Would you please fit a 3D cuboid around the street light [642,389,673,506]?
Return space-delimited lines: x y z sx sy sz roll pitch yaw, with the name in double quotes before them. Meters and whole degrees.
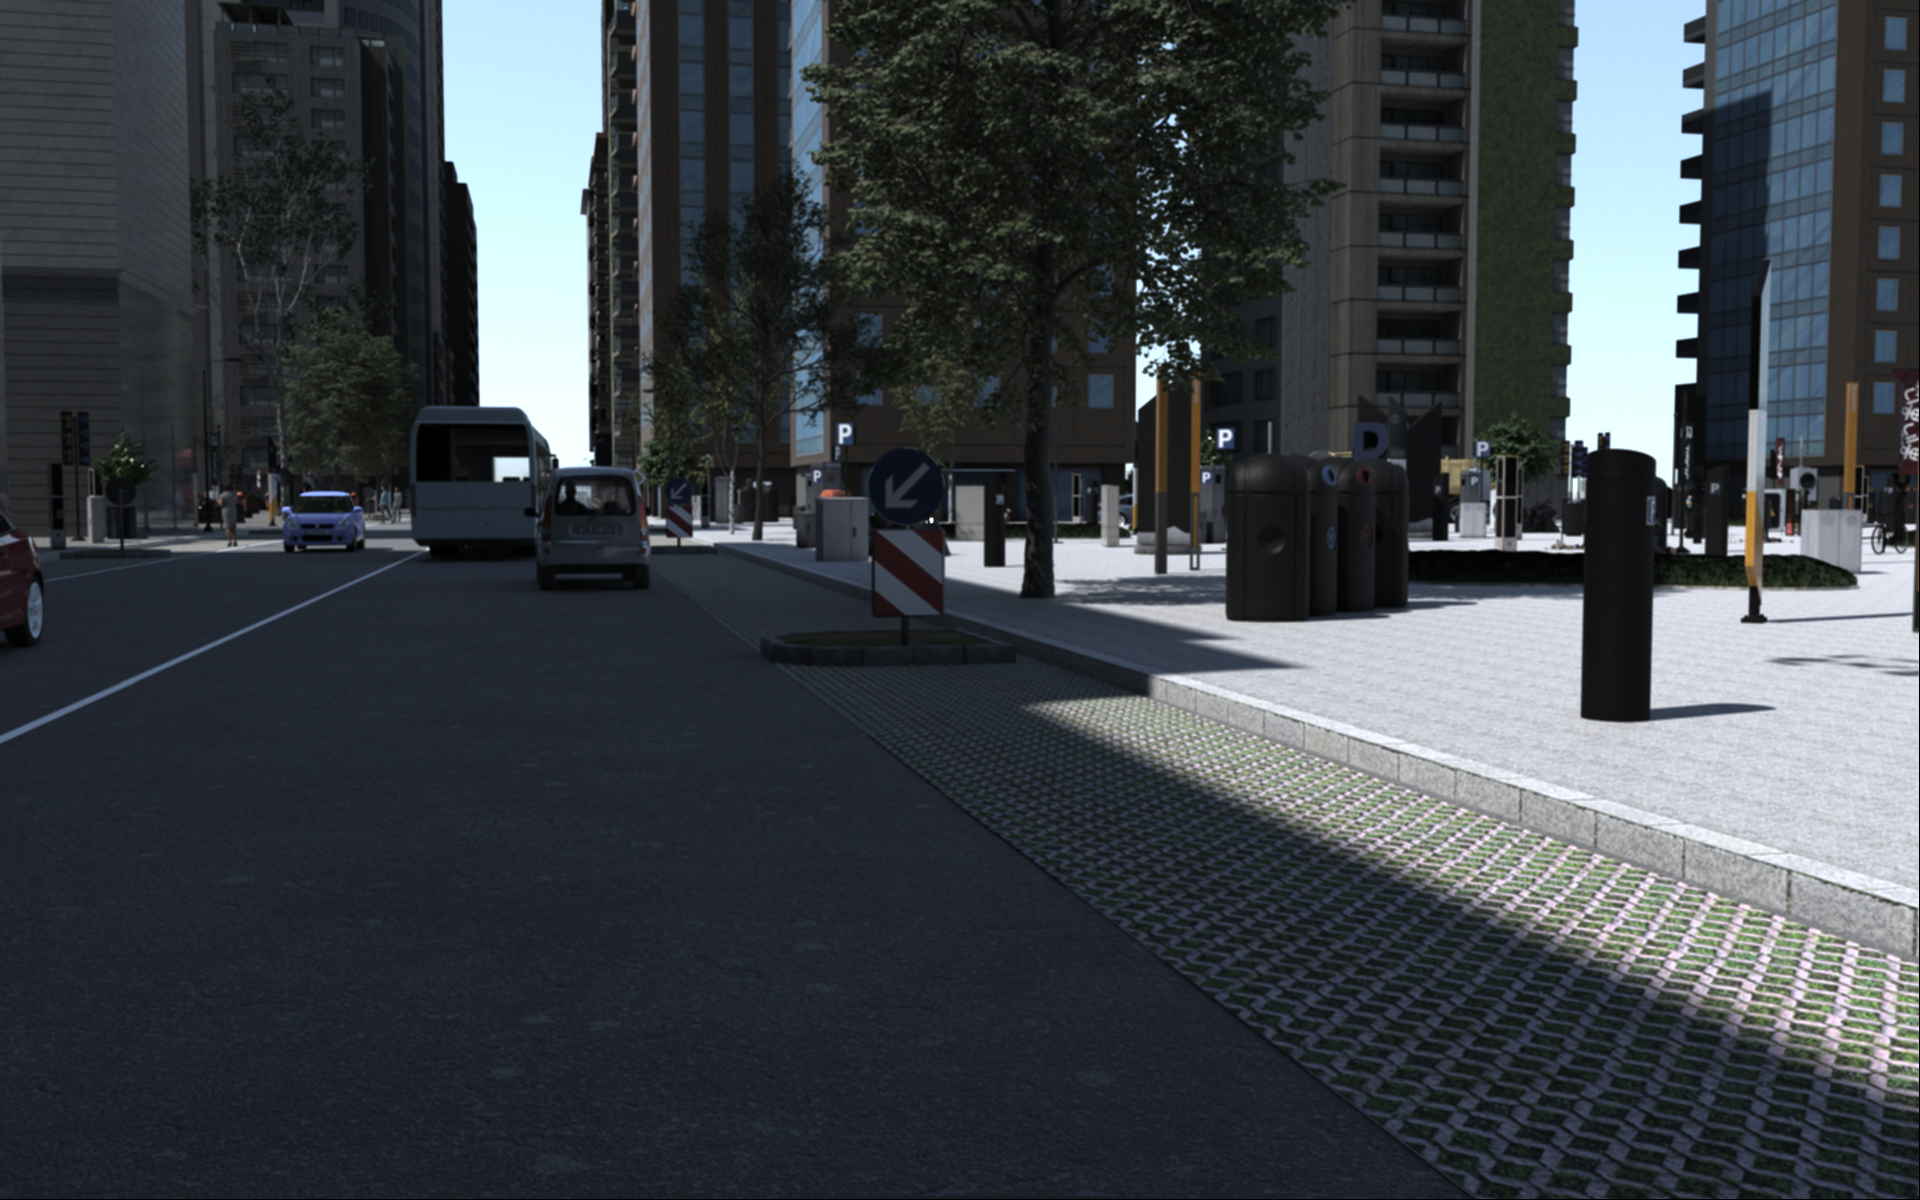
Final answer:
"street light" -13.372 -6.384 76.925 1.470 5.913 1.316 -1 4 -13

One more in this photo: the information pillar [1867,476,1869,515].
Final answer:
"information pillar" 37.681 -4.146 72.283 0.304 2.012 0.304 0 4 7

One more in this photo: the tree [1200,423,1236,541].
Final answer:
"tree" 6.679 -3.226 47.354 1.663 3.219 1.824 0 3 0

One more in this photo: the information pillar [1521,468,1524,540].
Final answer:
"information pillar" 15.513 -2.686 48.404 0.304 2.012 0.304 -1 4 -16

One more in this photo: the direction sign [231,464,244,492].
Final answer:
"direction sign" -54.821 -8.527 131.410 0.876 3.537 0.379 -1 4 -20

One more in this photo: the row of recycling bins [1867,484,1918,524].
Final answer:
"row of recycling bins" 40.213 -4.101 74.169 3.534 1.692 1.069 2 4 23

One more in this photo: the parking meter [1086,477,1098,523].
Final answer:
"parking meter" 4.571 -3.311 59.844 0.255 1.863 0.399 -3 4 -36

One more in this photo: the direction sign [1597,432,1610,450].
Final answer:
"direction sign" 23.671 -4.389 63.760 0.379 3.537 0.876 0 4 -7

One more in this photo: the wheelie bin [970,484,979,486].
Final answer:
"wheelie bin" 0.435 -2.853 54.555 0.693 1.594 0.980 -1 4 -22

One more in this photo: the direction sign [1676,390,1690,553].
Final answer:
"direction sign" 15.855 -2.812 37.974 0.379 3.537 0.876 2 4 27

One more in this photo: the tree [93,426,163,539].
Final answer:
"tree" -23.995 -3.363 49.590 1.663 3.219 1.824 0 3 0

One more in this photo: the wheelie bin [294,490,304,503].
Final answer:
"wheelie bin" -48.562 -7.316 127.522 0.980 1.594 0.693 0 4 8

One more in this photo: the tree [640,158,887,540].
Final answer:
"tree" -5.270 -6.926 47.653 7.601 10.594 8.767 -1 4 -9

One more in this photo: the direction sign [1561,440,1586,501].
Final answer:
"direction sign" 25.881 -4.973 73.305 0.876 3.537 0.379 1 4 18

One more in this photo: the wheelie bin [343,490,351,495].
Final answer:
"wheelie bin" -50.346 -8.221 142.325 0.693 1.594 0.980 2 4 32

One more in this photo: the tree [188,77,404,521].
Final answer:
"tree" -32.766 -13.782 81.229 12.611 20.169 13.585 0 3 0

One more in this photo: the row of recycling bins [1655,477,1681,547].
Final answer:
"row of recycling bins" 14.391 -1.818 36.833 1.069 1.692 3.534 1 4 14

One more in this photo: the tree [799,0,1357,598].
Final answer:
"tree" 1.273 -6.322 21.494 7.486 12.596 7.792 0 3 0

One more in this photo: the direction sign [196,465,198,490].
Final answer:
"direction sign" -54.648 -8.076 124.044 0.379 3.537 0.876 -1 4 -21

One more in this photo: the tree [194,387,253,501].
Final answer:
"tree" -51.706 -10.397 120.359 4.360 8.622 3.978 0 3 0

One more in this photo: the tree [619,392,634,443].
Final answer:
"tree" -13.548 -8.134 83.359 4.737 8.622 4.395 0 3 0

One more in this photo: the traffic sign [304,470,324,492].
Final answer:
"traffic sign" -26.371 -4.103 70.731 0.795 2.450 0.064 -1 4 -13

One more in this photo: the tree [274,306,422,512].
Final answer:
"tree" -37.378 -11.421 104.868 7.486 12.596 7.792 0 3 0

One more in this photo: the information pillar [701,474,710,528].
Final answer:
"information pillar" -9.539 -3.696 64.918 0.304 2.012 0.304 0 4 1

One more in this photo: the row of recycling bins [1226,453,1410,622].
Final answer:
"row of recycling bins" 3.883 -0.713 18.769 1.069 1.692 3.534 3 4 36

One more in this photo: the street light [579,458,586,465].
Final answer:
"street light" -49.756 -15.837 231.482 1.470 5.913 1.316 -1 4 -13

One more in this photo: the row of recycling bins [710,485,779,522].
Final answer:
"row of recycling bins" -10.033 -4.389 78.869 3.534 1.692 1.069 0 4 -6

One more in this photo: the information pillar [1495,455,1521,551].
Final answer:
"information pillar" 10.418 -1.744 33.010 0.304 2.012 0.304 -1 4 -10

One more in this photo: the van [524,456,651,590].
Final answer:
"van" -5.864 -1.249 27.430 2.013 2.044 4.112 -1 4 -14

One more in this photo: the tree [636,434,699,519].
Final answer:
"tree" -14.950 -6.424 88.744 4.285 4.588 4.351 0 3 0

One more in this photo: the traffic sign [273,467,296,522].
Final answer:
"traffic sign" -24.544 -3.628 62.957 0.795 2.450 0.064 -1 4 -13

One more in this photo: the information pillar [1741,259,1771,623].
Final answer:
"information pillar" 7.908 -1.579 17.173 0.183 3.616 0.504 2 4 34

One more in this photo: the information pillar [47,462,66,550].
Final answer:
"information pillar" -20.920 -2.179 40.117 0.304 2.012 0.304 -2 4 -34

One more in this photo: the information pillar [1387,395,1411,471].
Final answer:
"information pillar" 10.357 -3.044 41.125 0.504 3.616 0.183 -1 4 -20

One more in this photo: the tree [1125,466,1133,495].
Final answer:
"tree" 11.995 -7.662 119.868 1.663 3.219 1.824 0 3 0

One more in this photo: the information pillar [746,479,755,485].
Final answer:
"information pillar" -10.377 -4.981 85.936 0.304 2.012 0.304 3 5 44

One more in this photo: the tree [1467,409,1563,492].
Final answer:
"tree" 21.389 -5.096 67.026 4.285 4.588 4.351 0 3 0

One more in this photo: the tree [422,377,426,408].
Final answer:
"tree" -41.361 -12.545 123.232 7.486 12.596 7.792 0 3 0

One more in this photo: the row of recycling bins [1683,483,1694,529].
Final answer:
"row of recycling bins" 27.697 -3.563 65.361 1.069 1.692 3.534 3 4 36

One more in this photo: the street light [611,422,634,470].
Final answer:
"street light" -21.633 -8.512 111.712 1.470 5.913 1.316 -1 4 -13

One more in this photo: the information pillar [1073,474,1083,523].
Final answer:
"information pillar" 4.348 -3.639 63.989 0.304 2.012 0.304 2 4 23

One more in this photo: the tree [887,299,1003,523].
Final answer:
"tree" -0.587 -6.908 63.314 4.737 8.622 4.395 0 3 0

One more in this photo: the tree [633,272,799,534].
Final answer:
"tree" -7.250 -6.411 55.184 4.737 8.622 4.395 0 3 0

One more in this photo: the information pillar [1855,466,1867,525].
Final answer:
"information pillar" 23.252 -2.478 45.003 0.304 2.012 0.304 1 4 9

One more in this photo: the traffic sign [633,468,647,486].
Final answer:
"traffic sign" -12.278 -3.802 65.807 0.795 2.450 0.064 -1 4 -13

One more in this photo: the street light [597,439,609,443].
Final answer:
"street light" -31.208 -11.009 152.539 1.470 5.913 1.316 -1 4 -13

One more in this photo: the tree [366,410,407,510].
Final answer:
"tree" -45.866 -11.505 138.476 4.737 8.622 4.395 0 3 0

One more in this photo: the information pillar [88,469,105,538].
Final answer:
"information pillar" -25.332 -2.835 50.839 0.304 2.012 0.304 3 4 38

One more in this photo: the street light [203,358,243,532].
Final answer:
"street light" -25.144 -5.294 59.100 1.470 5.913 1.316 -1 4 -13

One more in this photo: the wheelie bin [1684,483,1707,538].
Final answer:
"wheelie bin" 21.475 -2.589 50.243 0.980 1.594 0.693 -3 5 -40

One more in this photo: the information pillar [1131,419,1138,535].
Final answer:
"information pillar" 5.658 -3.864 54.537 0.504 3.616 0.183 -2 4 -27

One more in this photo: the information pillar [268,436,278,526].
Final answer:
"information pillar" -27.704 -4.798 69.797 0.183 3.616 0.504 1 4 8

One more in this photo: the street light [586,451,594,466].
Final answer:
"street light" -39.283 -13.123 187.100 1.470 5.913 1.316 -1 4 -13

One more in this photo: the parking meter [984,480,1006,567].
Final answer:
"parking meter" 0.612 -1.356 30.589 0.372 1.533 0.369 0 3 0
